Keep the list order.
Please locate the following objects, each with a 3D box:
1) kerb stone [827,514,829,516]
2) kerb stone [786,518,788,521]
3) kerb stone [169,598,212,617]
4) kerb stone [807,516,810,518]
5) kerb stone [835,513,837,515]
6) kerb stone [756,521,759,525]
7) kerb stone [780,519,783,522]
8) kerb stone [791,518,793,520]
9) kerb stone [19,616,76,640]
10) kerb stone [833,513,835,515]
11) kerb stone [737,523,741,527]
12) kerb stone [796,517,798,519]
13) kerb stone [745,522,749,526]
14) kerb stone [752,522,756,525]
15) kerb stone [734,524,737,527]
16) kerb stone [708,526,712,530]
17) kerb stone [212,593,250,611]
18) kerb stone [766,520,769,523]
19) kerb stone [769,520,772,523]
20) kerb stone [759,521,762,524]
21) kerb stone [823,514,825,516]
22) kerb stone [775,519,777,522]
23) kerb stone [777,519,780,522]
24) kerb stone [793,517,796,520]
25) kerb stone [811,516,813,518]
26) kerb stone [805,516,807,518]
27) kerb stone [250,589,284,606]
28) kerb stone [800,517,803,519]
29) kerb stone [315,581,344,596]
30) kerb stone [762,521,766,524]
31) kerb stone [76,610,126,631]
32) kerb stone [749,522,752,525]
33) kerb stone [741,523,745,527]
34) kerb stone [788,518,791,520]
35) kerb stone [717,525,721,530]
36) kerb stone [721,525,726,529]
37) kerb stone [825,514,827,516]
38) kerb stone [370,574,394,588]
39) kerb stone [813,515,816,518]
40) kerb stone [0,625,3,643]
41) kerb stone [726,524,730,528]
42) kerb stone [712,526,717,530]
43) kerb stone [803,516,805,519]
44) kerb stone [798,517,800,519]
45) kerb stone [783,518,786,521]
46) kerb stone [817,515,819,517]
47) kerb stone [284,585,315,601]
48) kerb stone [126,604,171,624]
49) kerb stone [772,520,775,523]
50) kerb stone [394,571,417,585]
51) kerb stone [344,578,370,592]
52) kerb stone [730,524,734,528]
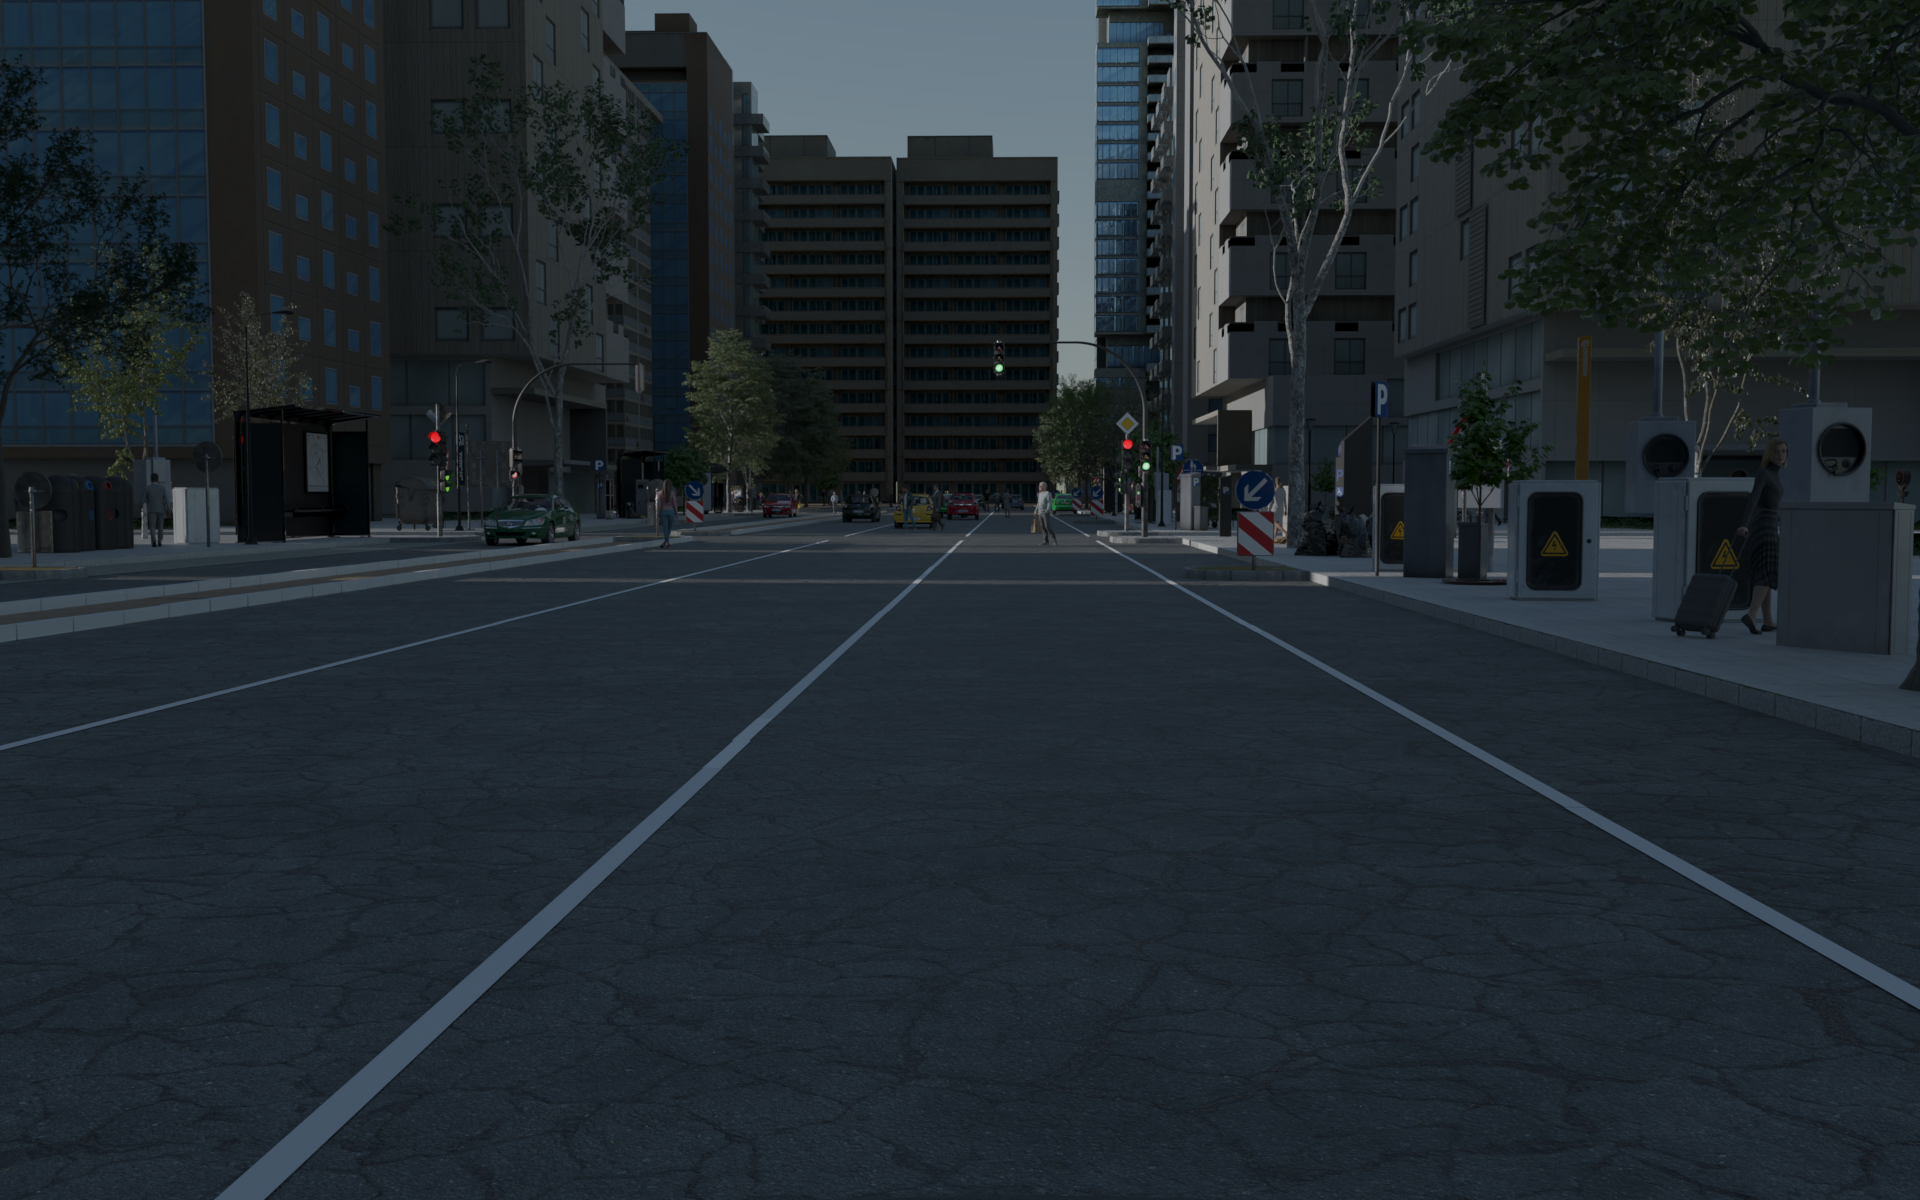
[{"bbox_3d":[-8.565,-5.331,109.351,0.120,0.150,1.000,0,4,2],"label":"kerb stone"},{"bbox_3d":[-9.169,-4.140,89.884,0.120,0.150,1.000,0,4,2],"label":"kerb stone"},{"bbox_3d":[-9.205,0.099,20.575,0.120,0.150,1.000,0,4,2],"label":"kerb stone"},{"bbox_3d":[-8.874,-4.704,99.098,0.120,0.150,1.000,0,4,2],"label":"kerb stone"},{"bbox_3d":[-8.404,-5.642,114.460,0.120,0.150,1.000,0,4,2],"label":"kerb stone"},{"bbox_3d":[-9.489,-3.512,79.619,0.120,0.150,1.000,0,4,2],"label":"kerb stone"},{"bbox_3d":[-9.227,-4.015,87.832,0.120,0.150,1.000,0,4,2],"label":"kerb stone"},{"bbox_3d":[-9.109,-4.265,91.931,0.120,0.150,1.000,0,4,2],"label":"kerb stone"},{"bbox_3d":[-9.297,0.287,17.506,0.120,0.150,1.000,0,4,2],"label":"kerb stone"},{"bbox_3d":[-8.446,-5.581,113.438,0.120,0.150,1.000,0,4,2],"label":"kerb stone"},{"bbox_3d":[-9.656,-3.195,74.476,0.120,0.150,1.000,0,4,2],"label":"kerb stone"},{"bbox_3d":[-9.041,-4.387,93.975,0.120,0.150,1.000,0,4,2],"label":"kerb stone"},{"bbox_3d":[-9.577,-3.323,76.531,0.120,0.150,1.000,0,4,2],"label":"kerb stone"},{"bbox_3d":[-9.515,-3.449,78.590,0.120,0.150,1.000,0,4,2],"label":"kerb stone"},{"bbox_3d":[-9.684,-3.135,73.454,0.120,0.150,1.000,0,4,2],"label":"kerb stone"},{"bbox_3d":[-9.865,-2.759,67.309,0.120,0.150,1.000,0,4,2],"label":"kerb stone"},{"bbox_3d":[-9.172,0.036,21.608,0.120,0.150,1.000,0,4,2],"label":"kerb stone"},{"bbox_3d":[-9.389,-3.701,82.701,0.120,0.150,1.000,0,4,2],"label":"kerb stone"},{"bbox_3d":[-9.361,-3.763,83.723,0.120,0.150,1.000,0,4,2],"label":"kerb stone"},{"bbox_3d":[-9.452,-3.569,80.651,0.120,0.150,1.000,0,4,2],"label":"kerb stone"},{"bbox_3d":[-8.627,-5.206,107.307,0.120,0.150,1.000,0,4,2],"label":"kerb stone"},{"bbox_3d":[-9.297,-3.886,85.784,0.120,0.150,1.000,0,4,2],"label":"kerb stone"},{"bbox_3d":[-9.263,-3.952,86.811,0.120,0.150,1.000,0,4,2],"label":"kerb stone"},{"bbox_3d":[-9.065,-4.328,92.953,0.120,0.150,1.000,0,4,2],"label":"kerb stone"},{"bbox_3d":[-8.829,-4.829,101.156,0.120,0.150,1.000,0,4,2],"label":"kerb stone"},{"bbox_3d":[-8.919,-4.641,98.077,0.120,0.150,1.000,0,4,2],"label":"kerb stone"},{"bbox_3d":[-9.136,-0.027,22.629,0.120,0.150,1.000,0,4,2],"label":"kerb stone"},{"bbox_3d":[-8.981,-4.515,96.018,0.120,0.150,1.000,0,4,2],"label":"kerb stone"},{"bbox_3d":[-9.072,-0.152,24.679,0.120,0.150,1.000,0,4,2],"label":"kerb stone"},{"bbox_3d":[-9.417,-3.637,81.680,0.120,0.150,1.000,0,4,2],"label":"kerb stone"},{"bbox_3d":[-9.265,0.228,18.528,0.120,0.150,1.000,0,4,2],"label":"kerb stone"},{"bbox_3d":[-9.551,-3.386,77.563,0.120,0.150,1.000,0,4,2],"label":"kerb stone"},{"bbox_3d":[-9.613,-3.260,75.506,0.120,0.150,1.000,0,4,2],"label":"kerb stone"},{"bbox_3d":[-9.135,-4.202,90.909,0.120,0.150,1.000,0,4,2],"label":"kerb stone"},{"bbox_3d":[-9.800,-2.884,69.352,0.120,0.150,1.000,0,4,2],"label":"kerb stone"},{"bbox_3d":[-9.772,-2.947,70.374,0.120,0.150,1.000,0,4,2],"label":"kerb stone"},{"bbox_3d":[-8.603,-5.265,108.329,0.120,0.150,1.000,0,4,2],"label":"kerb stone"},{"bbox_3d":[-9.011,-0.273,26.738,0.120,0.150,1.000,0,4,2],"label":"kerb stone"},{"bbox_3d":[-8.789,-4.892,102.178,0.120,0.150,1.000,0,4,2],"label":"kerb stone"},{"bbox_3d":[-9.328,0.350,16.479,0.120,0.150,1.000,0,4,2],"label":"kerb stone"},{"bbox_3d":[-9.737,-3.009,71.397,0.120,0.150,1.000,0,4,2],"label":"kerb stone"},{"bbox_3d":[-9.826,-2.822,68.331,0.120,0.150,1.000,0,4,2],"label":"kerb stone"},{"bbox_3d":[-8.947,-4.572,97.052,0.120,0.150,1.000,0,4,2],"label":"kerb stone"},{"bbox_3d":[-9.014,-4.453,94.997,0.120,0.150,1.000,0,4,2],"label":"kerb stone"},{"bbox_3d":[-9.195,-4.077,88.854,0.120,0.150,1.000,0,4,2],"label":"kerb stone"},{"bbox_3d":[-8.732,-5.018,104.231,0.120,0.150,1.000,0,4,2],"label":"kerb stone"},{"bbox_3d":[-9.110,-0.089,23.658,0.120,0.150,1.000,0,4,2],"label":"kerb stone"},{"bbox_3d":[-9.239,0.171,19.554,0.120,0.150,1.000,0,4,2],"label":"kerb stone"},{"bbox_3d":[-9.324,-3.826,84.752,0.120,0.150,1.000,0,4,2],"label":"kerb stone"},{"bbox_3d":[-8.980,-0.340,27.759,0.120,0.150,1.000,0,4,2],"label":"kerb stone"},{"bbox_3d":[-9.038,-0.211,25.710,0.120,0.150,1.000,0,4,2],"label":"kerb stone"},{"bbox_3d":[-9.701,-3.069,72.432,0.120,0.150,1.000,0,4,2],"label":"kerb stone"}]
